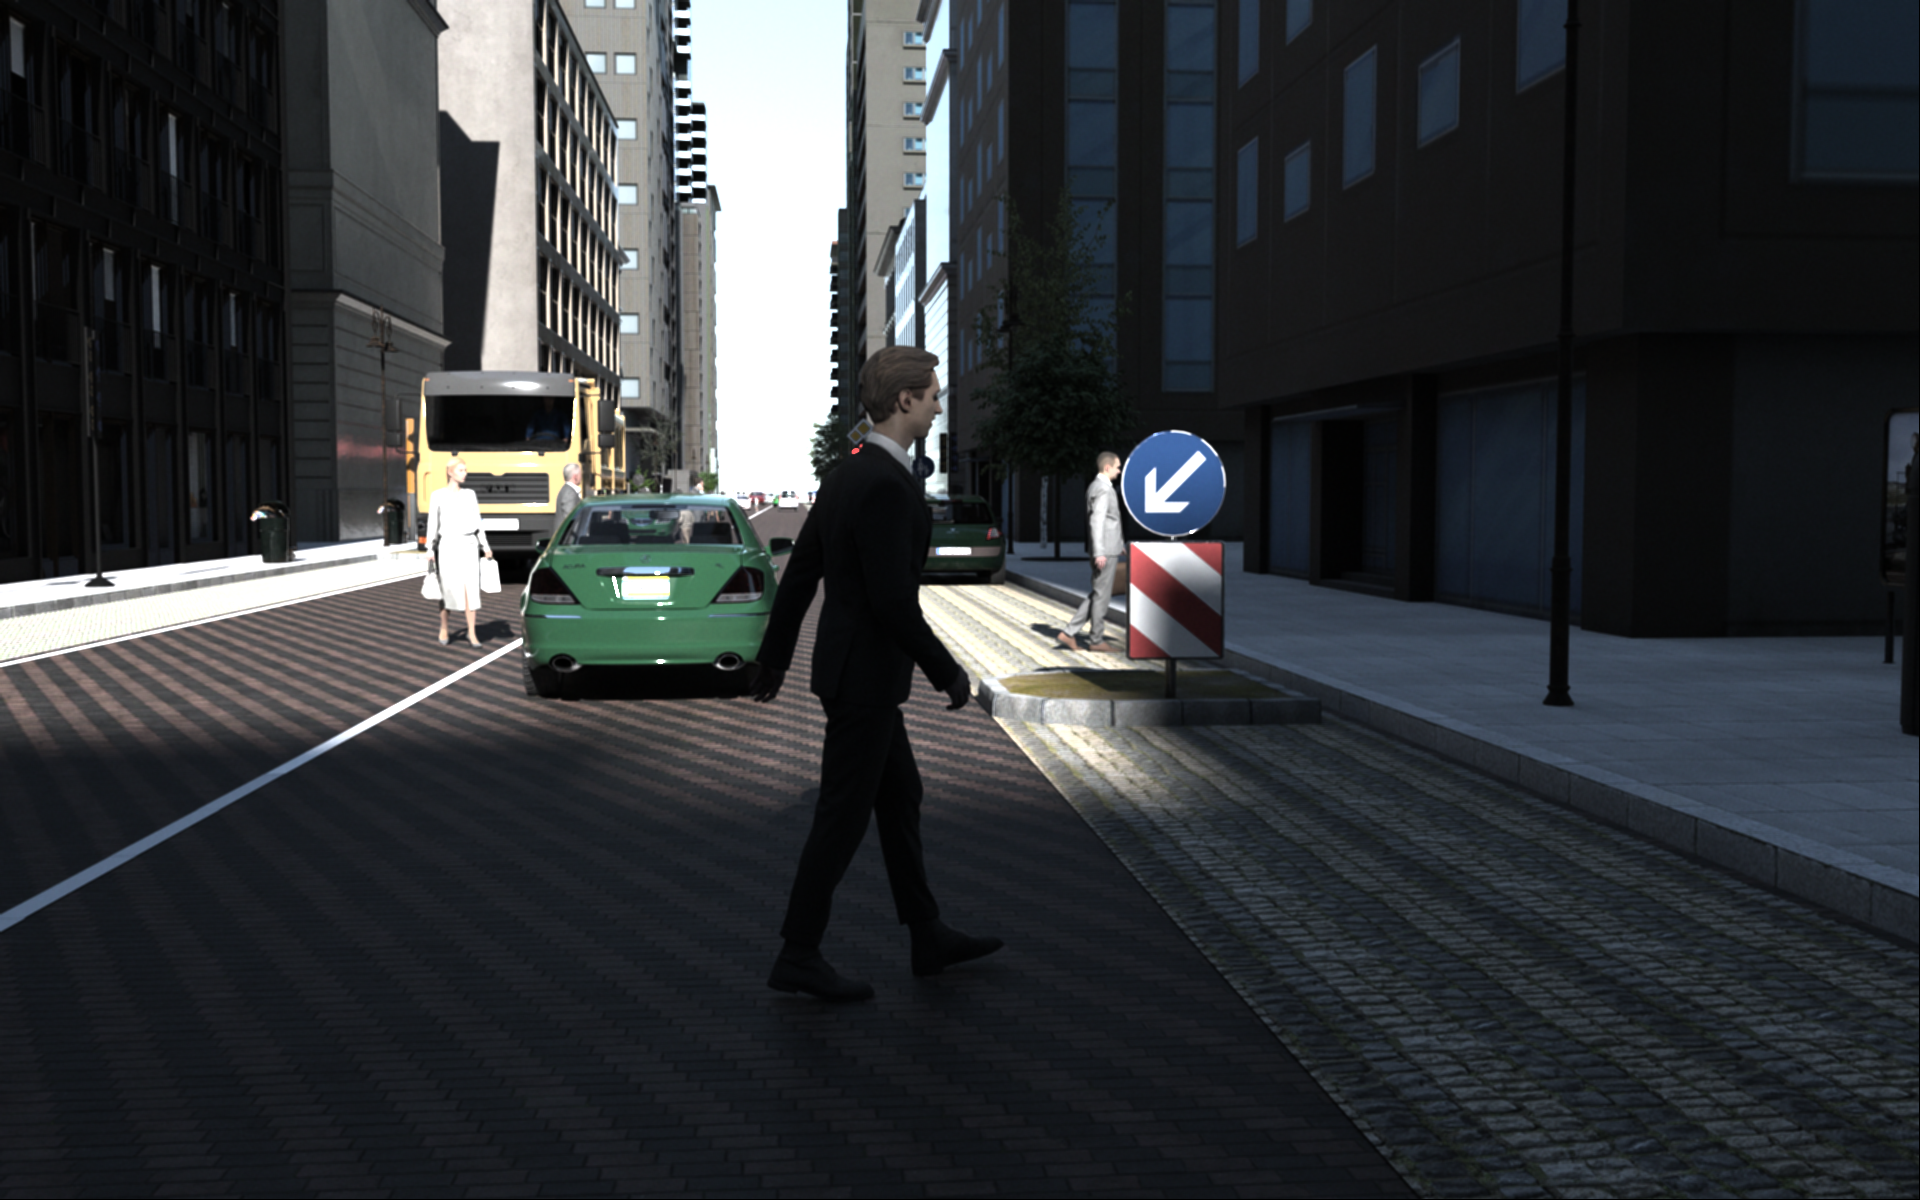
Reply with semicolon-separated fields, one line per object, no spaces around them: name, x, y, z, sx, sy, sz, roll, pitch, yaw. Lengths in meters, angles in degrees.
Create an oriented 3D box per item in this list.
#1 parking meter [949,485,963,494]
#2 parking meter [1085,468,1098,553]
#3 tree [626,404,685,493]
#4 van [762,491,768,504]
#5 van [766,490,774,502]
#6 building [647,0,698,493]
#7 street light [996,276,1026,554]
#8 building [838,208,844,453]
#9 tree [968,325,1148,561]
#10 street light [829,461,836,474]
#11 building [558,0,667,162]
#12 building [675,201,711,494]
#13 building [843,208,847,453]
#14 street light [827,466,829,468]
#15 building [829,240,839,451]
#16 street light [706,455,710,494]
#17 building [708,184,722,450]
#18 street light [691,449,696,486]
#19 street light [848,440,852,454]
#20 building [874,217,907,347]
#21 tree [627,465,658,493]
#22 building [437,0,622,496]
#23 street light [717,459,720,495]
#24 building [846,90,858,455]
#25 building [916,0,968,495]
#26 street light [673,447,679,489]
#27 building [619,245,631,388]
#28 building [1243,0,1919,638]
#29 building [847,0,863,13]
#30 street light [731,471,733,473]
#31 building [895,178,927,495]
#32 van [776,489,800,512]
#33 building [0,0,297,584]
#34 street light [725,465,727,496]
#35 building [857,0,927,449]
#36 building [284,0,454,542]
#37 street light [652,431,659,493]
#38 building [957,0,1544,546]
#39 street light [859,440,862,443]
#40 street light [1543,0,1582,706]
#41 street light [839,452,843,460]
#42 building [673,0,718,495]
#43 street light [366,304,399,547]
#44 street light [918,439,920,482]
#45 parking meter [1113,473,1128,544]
parking meter;-0.106;-2.308;46.140;0.372;1.533;0.369;0;3;0
parking meter;2.910;-1.976;38.012;0.255;1.863;0.399;1;4;22
tree;-23.980;-11.450;137.573;4.360;8.622;3.978;0;3;0
van;-27.801;-14.372;241.994;2.013;2.044;4.112;0;4;-5
van;-30.811;-16.706;280.158;2.013;2.044;4.112;0;4;-6
building;-38.291;-45.442;181.227;20.563;71.187;20.611;0;4;-5
street light;1.081;-3.923;36.932;0.468;5.910;1.993;0;4;-5
building;-10.594;-34.637;249.902;14.154;41.232;14.086;0;4;-5
tree;1.961;-3.050;33.577;4.285;4.588;4.351;0;3;0
street light;-14.246;-13.657;196.082;0.468;5.910;1.993;0;4;-5
building;-40.872;-34.752;157.426;28.713;52.752;27.495;0;4;-5
building;-41.459;-33.754;235.473;14.154;41.232;14.086;0;4;-5
building;-5.482;-31.205;193.793;14.154;41.232;14.086;0;4;-5
street light;-16.793;-15.273;222.504;0.468;5.910;1.993;0;4;-5
building;-10.832;-38.982;291.972;22.147;44.769;28.867;0;4;-5
street light;-29.097;-13.873;199.602;0.468;5.910;1.993;0;4;-5
building;-54.033;-42.613;285.954;28.713;52.752;27.495;0;4;-5
street light;-26.580;-12.255;173.149;0.468;5.910;1.993;0;4;-5
street light;-9.183;-10.552;145.307;0.468;5.910;1.993;0;4;-5
building;-0.964;-16.883;126.941;10.553;20.767;40.483;0;4;-5
tree;-21.382;-7.371;115.122;1.663;3.219;1.824;0;3;0
building;-28.453;-17.247;86.510;19.350;26.468;34.151;0;4;-5
street light;-32.093;-15.746;230.236;0.468;5.910;1.993;0;4;-5
building;-4.190;-30.317;179.273;14.154;41.232;14.086;0;4;-5
building;8.501;-17.954;79.456;20.117;28.700;13.634;0;4;-5
street light;-24.189;-10.675;147.323;0.468;5.910;1.993;0;4;-5
building;-28.529;-17.015;114.346;11.583;22.565;21.152;0;4;-5
building;11.853;-22.702;21.293;14.600;45.320;14.200;0;4;-5
building;-5.299;-47.252;210.828;20.563;71.187;20.611;0;4;-5
street light;-37.153;-18.924;282.194;0.468;5.910;1.993;0;4;-5
building;2.014;-14.908;98.491;10.420;20.320;16.860;0;4;-5
van;-14.158;-8.295;142.642;2.013;2.044;4.112;0;4;-7
building;-20.264;-12.238;29.762;12.332;23.373;15.834;0;4;-5
street light;-34.592;-17.345;256.384;0.468;5.910;1.993;0;4;-5
building;1.473;-32.905;161.700;21.300;48.544;21.600;0;4;-5
building;-31.456;-13.346;51.486;30.059;22.955;16.112;0;4;-5
street light;-21.868;-9.291;124.698;0.468;5.910;1.993;0;4;-5
building;7.447;-24.561;51.691;14.600;45.320;14.200;0;4;-5
street light;-6.841;-8.968;119.412;0.468;5.910;1.993;0;4;-5
street light;3.646;-2.299;10.374;0.468;5.910;1.993;0;4;-5
street light;-11.676;-12.060;169.968;0.468;5.910;1.993;0;4;-5
building;-47.141;-57.712;256.255;22.319;86.520;31.000;0;4;-5
street light;-14.041;-4.247;42.227;0.468;5.910;1.993;0;4;-5
street light;-1.491;-5.524;63.110;0.468;5.910;1.993;0;4;-5
parking meter;4.145;-2.377;44.568;0.399;1.863;0.255;1;4;23
